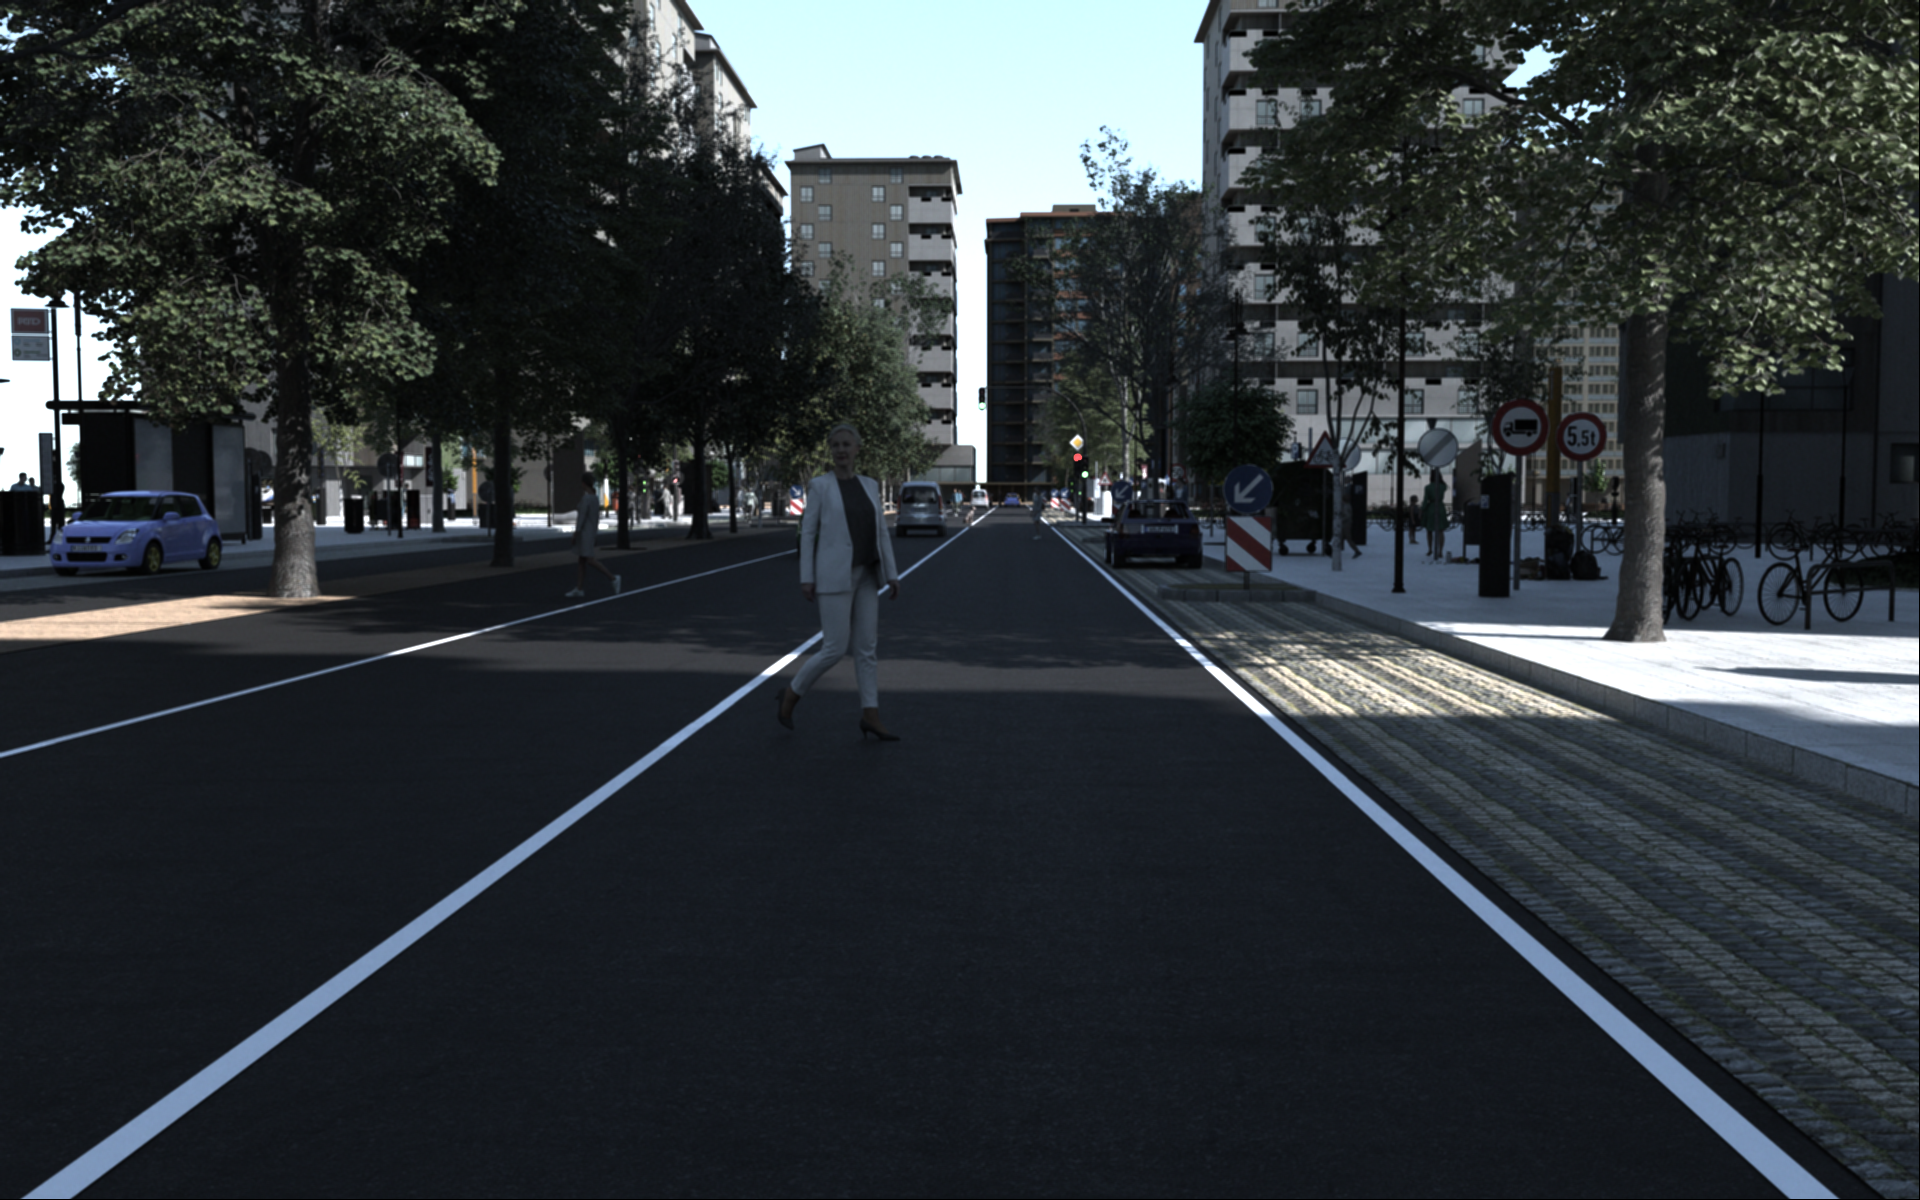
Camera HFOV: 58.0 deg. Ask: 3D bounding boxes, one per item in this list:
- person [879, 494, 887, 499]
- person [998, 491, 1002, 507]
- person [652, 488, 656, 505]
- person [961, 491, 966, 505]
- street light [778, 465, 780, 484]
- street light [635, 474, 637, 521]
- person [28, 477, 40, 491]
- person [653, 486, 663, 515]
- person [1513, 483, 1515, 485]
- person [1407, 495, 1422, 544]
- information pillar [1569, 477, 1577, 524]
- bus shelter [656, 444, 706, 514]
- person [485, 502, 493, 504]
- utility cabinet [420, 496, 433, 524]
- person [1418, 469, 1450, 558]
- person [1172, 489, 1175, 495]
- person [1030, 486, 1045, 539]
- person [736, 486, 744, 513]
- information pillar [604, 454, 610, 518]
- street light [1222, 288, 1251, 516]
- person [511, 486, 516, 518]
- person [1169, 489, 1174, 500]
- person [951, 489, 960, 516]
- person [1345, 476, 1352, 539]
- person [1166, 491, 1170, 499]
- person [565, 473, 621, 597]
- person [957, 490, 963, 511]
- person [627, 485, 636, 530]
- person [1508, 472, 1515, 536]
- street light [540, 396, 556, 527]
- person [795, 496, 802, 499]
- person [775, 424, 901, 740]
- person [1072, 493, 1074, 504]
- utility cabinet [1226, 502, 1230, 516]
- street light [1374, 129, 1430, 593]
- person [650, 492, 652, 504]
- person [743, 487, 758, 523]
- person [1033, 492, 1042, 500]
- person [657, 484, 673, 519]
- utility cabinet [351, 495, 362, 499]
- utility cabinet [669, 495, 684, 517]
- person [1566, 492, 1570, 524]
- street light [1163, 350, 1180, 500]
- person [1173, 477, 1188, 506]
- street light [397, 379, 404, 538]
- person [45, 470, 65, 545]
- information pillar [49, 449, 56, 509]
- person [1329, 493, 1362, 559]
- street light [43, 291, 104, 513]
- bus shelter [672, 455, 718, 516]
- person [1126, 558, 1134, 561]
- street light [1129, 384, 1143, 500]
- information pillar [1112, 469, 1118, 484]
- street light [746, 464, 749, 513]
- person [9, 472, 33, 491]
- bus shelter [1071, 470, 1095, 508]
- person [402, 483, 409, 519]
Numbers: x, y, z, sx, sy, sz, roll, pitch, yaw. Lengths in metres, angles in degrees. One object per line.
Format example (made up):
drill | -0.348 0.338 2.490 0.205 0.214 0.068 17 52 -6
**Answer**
person | -7.502 -9.527 164.991 1.217 1.736 0.721 -2 4 -26
person | 4.566 -11.381 195.136 0.434 1.755 0.990 -1 4 -21
person | -25.480 -8.506 145.144 0.581 1.822 0.654 0 4 -3
person | 0.262 -13.039 221.621 0.705 1.831 1.348 -3 5 -43
street light | -13.980 -9.841 133.688 0.468 5.910 1.993 0 4 2
street light | -15.484 -6.728 82.790 0.468 5.910 1.993 0 4 2
person | -28.645 -2.891 53.418 0.635 1.810 0.391 -3 4 -38
person | -18.447 -6.097 105.902 0.590 1.801 0.661 2 4 25
person | 27.142 -4.810 84.874 0.511 1.800 0.466 -1 4 -11
person | 11.735 -2.075 44.633 0.362 1.253 0.373 -3 5 -41
information pillar | 25.986 -4.205 73.242 0.304 2.012 0.304 0 4 -1
bus shelter | -18.418 -8.281 113.032 2.179 5.291 8.768 0 4 2
person | -24.099 -5.060 88.957 0.709 1.800 0.728 -2 4 -31
utility cabinet | -22.946 -3.878 74.573 1.020 1.237 0.306 1 4 15
person | 9.638 -1.764 35.136 0.600 1.795 0.529 0 4 -7
person | 21.443 -10.158 172.263 1.348 1.807 0.705 -1 4 -22
person | 2.467 -2.787 55.070 0.522 1.701 0.512 -2 4 -29
person | -15.086 -6.954 119.613 0.818 1.842 0.514 0 4 7
information pillar | -19.268 -6.297 94.306 0.183 3.616 0.504 0 4 6
street light | 6.203 -4.050 38.997 0.468 5.910 1.993 0 4 2
person | -24.425 -5.365 93.933 0.590 1.801 0.661 -1 4 -10
person | 23.023 -11.118 187.788 0.705 1.831 1.348 -1 4 -13
person | -0.296 -6.375 113.079 0.601 1.785 0.444 1 4 18
person | 10.843 -2.601 48.752 0.590 1.801 0.661 0 4 1
person | 25.564 -12.529 211.685 1.217 1.735 0.721 -1 4 -10
person | -5.160 -0.918 24.268 0.760 1.731 0.466 -2 4 -24
person | -0.077 -8.413 146.403 0.601 1.785 0.444 0 4 -6
person | -13.118 -3.644 68.355 0.573 1.790 0.520 2 4 29
person | 12.147 -1.963 38.480 0.599 1.781 0.374 1 4 11
street light | -15.940 -5.765 67.051 0.468 5.910 1.993 0 4 2
person | -20.123 -12.663 213.599 1.217 1.766 0.721 1 4 9
person | -0.719 -0.111 10.201 0.818 1.842 0.514 2 4 32
person | 14.431 -12.886 217.260 0.750 1.759 0.617 -1 4 -12
utility cabinet | 11.490 -3.865 71.865 0.318 1.500 1.173 -2 4 -26
street light | 5.724 -3.036 22.428 0.468 5.910 1.993 0 4 2
person | -26.314 -8.580 146.500 0.592 1.802 0.473 -2 4 -28
person | -10.472 -4.763 86.868 0.782 1.767 0.515 -1 4 -19
person | 5.167 -6.503 114.929 0.679 1.850 0.850 -1 4 -15
person | -15.183 -5.085 89.454 0.850 1.792 0.678 2 4 24
utility cabinet | -29.373 -4.476 84.347 0.306 1.237 1.020 0 4 -7
utility cabinet | -16.015 -5.258 97.137 1.020 1.237 0.306 -2 4 -32
person | 26.801 -3.987 76.276 0.523 1.515 0.503 1 4 10
street light | 6.771 -5.060 55.513 0.468 5.910 1.993 0 4 2
person | 6.891 -2.922 53.842 0.654 1.822 0.581 -3 5 -40
street light | -16.384 -4.755 50.532 0.468 5.910 1.993 0 4 2
person | -22.955 -2.355 43.912 0.648 1.900 0.474 3 5 42
information pillar | -45.641 -5.864 87.229 0.504 3.616 0.183 0 4 0
person | 7.676 -1.474 34.422 0.640 1.303 0.475 0 4 5
street light | -16.991 -3.711 33.460 0.468 5.910 1.993 0 4 2
bus shelter | -16.281 -7.049 106.529 1.731 3.624 6.357 0 4 2
person | 3.557 -1.460 37.056 0.332 1.250 0.352 -1 4 -14
street light | 7.367 -6.105 72.609 0.468 5.910 1.993 0 4 2
information pillar | 12.237 -8.918 137.162 0.504 3.616 0.183 2 4 35
street light | -14.378 -8.823 117.050 0.468 5.910 1.993 0 4 2
person | -23.998 -2.352 44.362 0.638 1.841 0.748 -1 4 -16
bus shelter | 9.766 -8.667 135.629 2.014 3.302 5.546 0 4 2
person | -27.909 -4.971 87.301 0.794 1.824 0.713 3 5 45
